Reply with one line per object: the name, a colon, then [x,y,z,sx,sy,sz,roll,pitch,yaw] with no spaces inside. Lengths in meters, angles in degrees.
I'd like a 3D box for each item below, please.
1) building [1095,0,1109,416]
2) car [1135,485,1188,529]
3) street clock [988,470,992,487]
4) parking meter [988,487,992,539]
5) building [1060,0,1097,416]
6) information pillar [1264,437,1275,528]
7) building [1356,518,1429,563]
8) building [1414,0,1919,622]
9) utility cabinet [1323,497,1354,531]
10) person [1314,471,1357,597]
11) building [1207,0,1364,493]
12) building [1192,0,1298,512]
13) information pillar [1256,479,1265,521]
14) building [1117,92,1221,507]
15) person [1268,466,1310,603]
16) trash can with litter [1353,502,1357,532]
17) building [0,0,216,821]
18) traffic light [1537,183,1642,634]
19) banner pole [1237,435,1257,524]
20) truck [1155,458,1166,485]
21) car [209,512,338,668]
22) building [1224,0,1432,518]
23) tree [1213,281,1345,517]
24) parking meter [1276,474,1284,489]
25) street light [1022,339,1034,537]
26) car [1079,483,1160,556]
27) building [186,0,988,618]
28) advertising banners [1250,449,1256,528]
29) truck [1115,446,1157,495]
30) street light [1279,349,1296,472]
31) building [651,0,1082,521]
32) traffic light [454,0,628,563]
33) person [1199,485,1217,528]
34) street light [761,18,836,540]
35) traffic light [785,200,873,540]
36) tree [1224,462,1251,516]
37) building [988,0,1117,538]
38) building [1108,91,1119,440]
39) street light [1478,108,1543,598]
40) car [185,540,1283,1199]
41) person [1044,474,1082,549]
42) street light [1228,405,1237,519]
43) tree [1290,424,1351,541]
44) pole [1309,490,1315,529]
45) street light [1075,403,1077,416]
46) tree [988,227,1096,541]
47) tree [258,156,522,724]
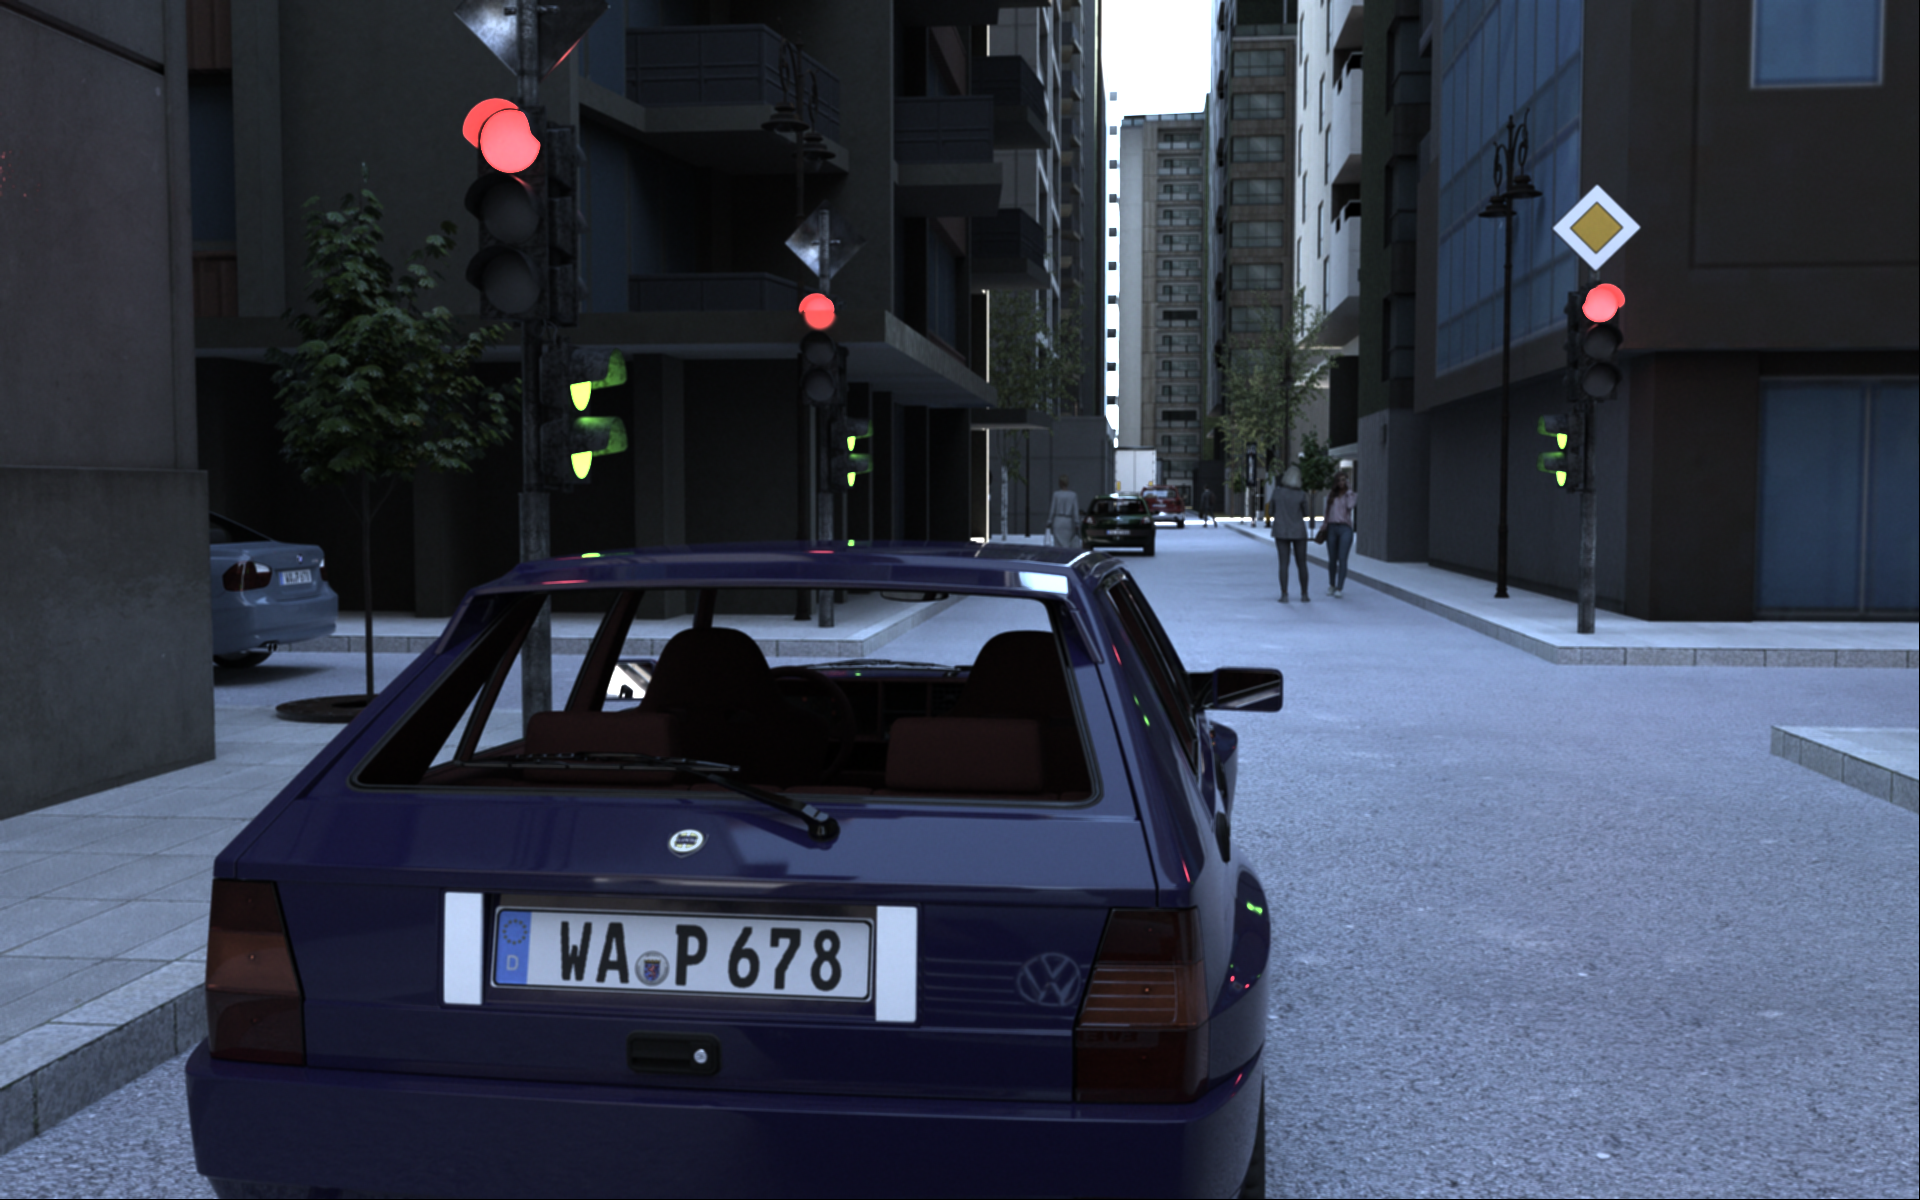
building: [6.455,-31.207,160.341,14.200,45.320,14.600,0,4,6]
car: [8.543,-3.978,73.712,2.281,1.827,5.304,0,4,8]
street clock: [0.775,-2.941,52.657,0.358,2.002,0.471,2,4,25]
parking meter: [0.715,-2.514,49.510,0.372,1.533,0.369,0,3,0]
building: [2.831,-27.174,127.895,14.154,41.232,14.086,0,4,6]
information pillar: [11.831,-4.570,66.067,0.183,3.616,0.504,3,5,44]
building: [15.715,-16.265,37.642,14.160,30.474,14.107,0,4,6]
building: [14.290,-22.736,21.844,14.200,45.320,14.600,0,4,6]
utility cabinet: [11.589,-2.561,53.038,1.020,1.237,0.306,-2,4,-33]
person: [5.286,-0.926,24.235,0.593,1.750,0.643,2,4,30]
building: [35.445,-34.277,149.675,28.713,52.752,27.495,0,4,6]
building: [27.745,-42.051,125.788,20.563,71.187,20.611,0,4,6]
information pillar: [14.558,-4.862,83.982,0.304,2.012,0.304,-1,4,-16]
building: [23.398,-30.362,180.013,14.086,41.232,14.154,0,4,6]
person: [4.371,-0.876,23.013,0.537,1.800,0.526,2,4,24]
trash can with litter: [13.072,-2.820,57.495,1.055,1.170,0.624,-1,4,-9]
building: [-18.523,-10.317,1.974,30.059,22.955,16.112,0,4,6]
traffic light: [5.751,-1.647,15.851,0.839,4.253,0.868,0,4,6]
banner pole: [12.221,-5.111,73.581,0.863,3.779,0.401,2,4,31]
truck: [14.984,-9.146,138.445,2.839,4.237,11.283,0,4,8]
car: [-7.283,-0.102,13.669,4.499,1.417,2.014,0,4,5]
building: [23.936,-20.692,110.011,14.160,30.474,14.107,0,4,6]
tree: [10.929,-6.670,59.419,4.737,8.622,4.395,0,3,0]
parking meter: [9.307,-2.713,50.061,0.255,1.863,0.399,-1,4,-14]
street light: [2.022,-4.823,51.648,0.468,5.910,1.993,0,4,6]
car: [3.800,-1.943,41.556,2.009,1.686,4.222,0,4,5]
building: [-9.809,-22.986,30.440,22.147,44.769,28.867,0,4,6]
advertising banners: [11.328,-4.331,66.992,0.090,3.025,2.074,0,4,4]
truck: [10.857,-7.264,107.681,2.839,4.237,11.283,0,4,6]
street light: [10.476,-5.062,55.552,0.468,5.910,1.993,0,4,6]
building: [-3.929,-27.632,106.404,22.147,44.769,28.867,0,4,6]
traffic light: [-2.120,-1.206,8.642,0.839,4.253,0.868,0,4,6]
person: [10.654,-4.029,74.334,0.622,1.834,0.822,-1,4,-23]
street light: [-1.606,-2.733,17.480,0.468,5.910,1.993,0,4,6]
traffic light: [-1.272,-1.692,16.582,0.839,4.253,0.868,0,4,6]
tree: [16.746,-6.662,103.530,1.663,3.219,1.824,0,3,0]
building: [-4.459,-38.240,63.484,20.563,71.187,20.611,0,4,6]
building: [1.733,-34.680,186.625,30.456,49.044,23.786,0,4,6]
street light: [6.715,-2.966,21.288,0.468,5.910,1.993,0,4,6]
car: [-0.157,0.504,4.333,1.945,1.354,3.894,0,4,8]
person: [1.799,-1.327,30.551,0.694,1.780,0.624,1,4,10]
street light: [14.142,-7.159,89.841,0.468,5.910,1.993,0,4,6]
tree: [9.664,-3.241,47.586,1.663,3.219,1.824,0,3,0]
pole: [13.061,-4.300,64.142,0.158,3.312,0.155,0,3,0]
street light: [5.755,-6.934,86.156,0.468,5.910,1.993,0,4,6]
tree: [1.460,-5.932,47.347,4.737,8.622,4.395,0,3,0]
tree: [-3.451,-0.939,9.957,1.663,3.219,1.824,0,3,0]
